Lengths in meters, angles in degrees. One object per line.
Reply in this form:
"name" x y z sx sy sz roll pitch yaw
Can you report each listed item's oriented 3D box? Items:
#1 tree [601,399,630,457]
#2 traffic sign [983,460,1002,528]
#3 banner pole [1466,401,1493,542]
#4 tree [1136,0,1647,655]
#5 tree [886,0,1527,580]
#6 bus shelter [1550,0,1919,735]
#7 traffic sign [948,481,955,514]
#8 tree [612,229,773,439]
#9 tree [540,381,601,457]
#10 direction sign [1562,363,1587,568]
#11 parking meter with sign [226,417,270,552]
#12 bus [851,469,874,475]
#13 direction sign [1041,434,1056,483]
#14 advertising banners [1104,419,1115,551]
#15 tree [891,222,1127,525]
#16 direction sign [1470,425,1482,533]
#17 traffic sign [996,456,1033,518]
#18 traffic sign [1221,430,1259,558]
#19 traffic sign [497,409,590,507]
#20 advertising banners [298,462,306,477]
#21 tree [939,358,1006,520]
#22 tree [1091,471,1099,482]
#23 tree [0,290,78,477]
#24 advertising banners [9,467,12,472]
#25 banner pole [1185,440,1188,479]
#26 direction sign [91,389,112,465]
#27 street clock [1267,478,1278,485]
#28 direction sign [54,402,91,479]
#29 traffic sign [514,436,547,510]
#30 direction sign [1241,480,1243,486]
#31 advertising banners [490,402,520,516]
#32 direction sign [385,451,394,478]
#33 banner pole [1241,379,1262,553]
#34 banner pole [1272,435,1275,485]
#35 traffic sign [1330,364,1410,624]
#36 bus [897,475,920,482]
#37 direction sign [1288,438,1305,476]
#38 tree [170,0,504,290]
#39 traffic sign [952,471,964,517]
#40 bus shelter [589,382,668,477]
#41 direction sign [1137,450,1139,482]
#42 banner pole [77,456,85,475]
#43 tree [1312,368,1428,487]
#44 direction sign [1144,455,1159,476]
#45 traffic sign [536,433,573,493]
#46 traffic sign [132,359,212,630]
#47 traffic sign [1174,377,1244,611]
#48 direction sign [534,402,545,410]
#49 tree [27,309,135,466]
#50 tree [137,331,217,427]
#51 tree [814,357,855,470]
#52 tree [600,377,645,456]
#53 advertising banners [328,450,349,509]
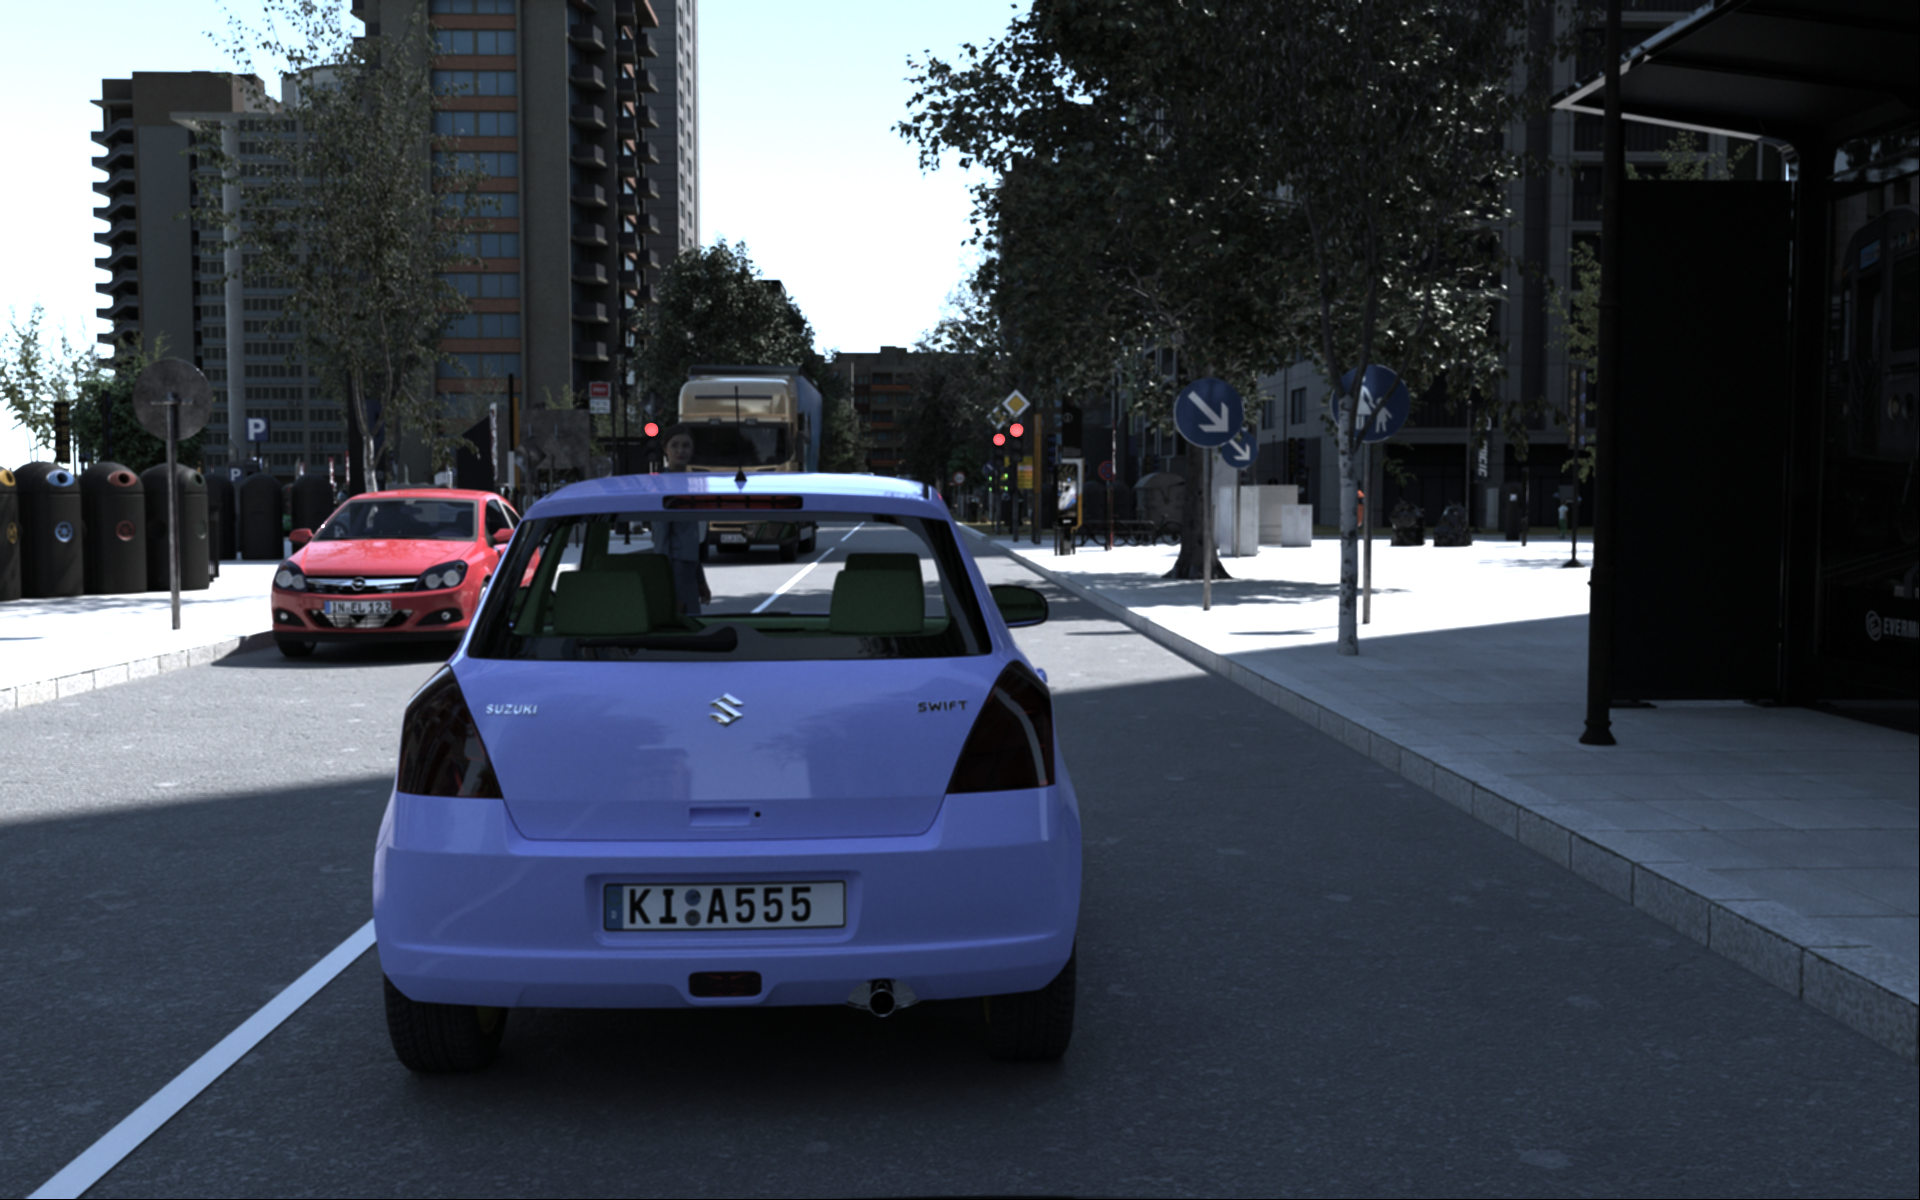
"tree" -25.475 -10.769 126.440 4.737 8.622 4.395 0 3 0
"traffic sign" 1.234 -3.943 64.580 0.768 2.556 0.104 0 4 0
"banner pole" 13.945 -3.469 46.733 0.863 3.779 0.401 1 4 11
"tree" 3.102 -3.852 13.343 4.360 8.622 3.978 0 3 0
"tree" 3.693 -6.662 25.927 9.611 12.733 9.660 0 3 0
"bus shelter" 4.474 -0.983 7.357 1.731 3.624 6.357 0 4 -2
"traffic sign" -0.326 -6.725 109.964 0.884 2.594 0.081 0 4 6
"tree" -10.542 -9.697 75.548 9.611 12.733 9.660 0 3 0
"tree" -26.142 -9.942 112.918 4.737 8.622 4.395 0 3 0
"direction sign" 10.748 -2.338 30.229 0.379 3.537 0.876 3 4 37
"parking meter with sign" -16.025 -2.592 38.640 0.543 3.016 1.738 0 4 3
"bus" -8.601 -9.347 147.690 2.948 3.499 13.247 0 4 -1
"direction sign" 3.202 -4.497 65.518 0.876 3.537 0.379 1 4 15
"advertising banners" 3.449 -2.657 39.631 0.090 3.025 2.074 1 4 10
"tree" 2.380 -9.948 73.022 12.009 13.543 11.850 0 3 0
"direction sign" 16.968 -3.965 56.831 0.876 3.537 0.379 -3 5 -45
"traffic sign" 3.021 -5.983 91.693 2.265 3.308 0.079 0 4 3
"traffic sign" 5.555 -2.107 34.554 0.768 2.556 0.104 0 3 0
"traffic sign" -10.017 -2.924 41.683 2.265 3.308 0.079 0 4 5
"advertising banners" -36.634 -6.043 94.983 2.074 3.025 0.090 2 4 25
"tree" 1.359 -8.346 86.824 4.360 8.622 3.978 0 3 0
"tree" 9.208 -8.001 125.424 1.663 3.219 1.824 0 3 0
"tree" -33.442 -6.885 62.926 4.737 8.622 4.395 0 3 0
"advertising banners" -61.274 -7.038 111.263 2.074 3.025 0.090 3 5 40
"banner pole" 9.471 -4.967 71.228 0.401 3.779 0.863 -3 4 -37
"direction sign" -18.604 -2.803 37.823 0.379 3.537 0.876 -1 4 -16
"street clock" 14.160 -4.521 78.493 0.471 2.002 0.358 0 4 -2
"direction sign" -21.816 -3.101 42.705 0.876 3.537 0.379 -1 4 -9
"traffic sign" -8.616 -2.040 34.541 0.795 2.450 0.064 0 4 4
"direction sign" 6.435 -2.907 39.525 0.379 3.537 0.876 1 4 14
"advertising banners" -8.561 -2.223 32.540 0.090 3.025 2.074 -2 4 -27
"direction sign" -29.873 -6.025 90.498 0.876 3.537 0.379 -1 4 -14
"banner pole" 6.305 -2.932 37.955 0.401 3.779 0.863 -1 4 -21
"banner pole" 13.335 -5.120 73.732 0.401 3.779 0.863 1 4 9
"traffic sign" 4.022 -1.037 17.060 0.768 2.556 0.104 0 4 7
"bus" -5.294 -10.843 172.144 2.948 3.499 13.247 0 4 -3
"direction sign" 13.560 -4.764 69.882 0.876 3.537 0.379 -2 4 -33
"tree" -7.774 -4.409 22.452 4.360 8.622 3.978 0 3 0
"traffic sign" -0.037 -5.915 96.818 0.768 2.556 0.104 0 4 6
"bus shelter" -12.268 -5.328 64.743 2.179 5.291 8.768 0 4 -2
"direction sign" 9.192 -5.993 89.990 0.379 3.537 0.876 0 4 0
"banner pole" -57.929 -7.596 114.217 0.401 3.779 0.863 1 4 15
"tree" 14.415 -6.752 60.756 4.737 8.622 4.395 0 3 0
"direction sign" 11.041 -6.589 99.733 0.876 3.537 0.379 2 4 24
"traffic sign" -8.645 -2.245 36.702 0.884 2.594 0.081 0 4 0
"traffic sign" -7.416 -0.991 16.314 0.768 2.556 0.104 0 4 3
"traffic sign" 2.719 -1.156 19.000 0.768 2.556 0.104 0 4 1
"direction sign" -10.425 -3.122 43.037 0.379 3.537 0.876 -2 4 -29
"tree" -34.452 -7.221 68.422 4.360 8.622 3.978 0 3 0
"tree" -35.617 -7.747 77.022 4.737 8.622 4.395 0 3 0
"tree" -11.827 -11.939 120.950 9.928 11.665 9.643 0 3 0
"tree" -20.203 -9.540 106.338 4.360 8.622 3.978 0 3 0
"advertising banners" -24.415 -4.401 68.143 0.090 3.025 2.074 1 4 10
